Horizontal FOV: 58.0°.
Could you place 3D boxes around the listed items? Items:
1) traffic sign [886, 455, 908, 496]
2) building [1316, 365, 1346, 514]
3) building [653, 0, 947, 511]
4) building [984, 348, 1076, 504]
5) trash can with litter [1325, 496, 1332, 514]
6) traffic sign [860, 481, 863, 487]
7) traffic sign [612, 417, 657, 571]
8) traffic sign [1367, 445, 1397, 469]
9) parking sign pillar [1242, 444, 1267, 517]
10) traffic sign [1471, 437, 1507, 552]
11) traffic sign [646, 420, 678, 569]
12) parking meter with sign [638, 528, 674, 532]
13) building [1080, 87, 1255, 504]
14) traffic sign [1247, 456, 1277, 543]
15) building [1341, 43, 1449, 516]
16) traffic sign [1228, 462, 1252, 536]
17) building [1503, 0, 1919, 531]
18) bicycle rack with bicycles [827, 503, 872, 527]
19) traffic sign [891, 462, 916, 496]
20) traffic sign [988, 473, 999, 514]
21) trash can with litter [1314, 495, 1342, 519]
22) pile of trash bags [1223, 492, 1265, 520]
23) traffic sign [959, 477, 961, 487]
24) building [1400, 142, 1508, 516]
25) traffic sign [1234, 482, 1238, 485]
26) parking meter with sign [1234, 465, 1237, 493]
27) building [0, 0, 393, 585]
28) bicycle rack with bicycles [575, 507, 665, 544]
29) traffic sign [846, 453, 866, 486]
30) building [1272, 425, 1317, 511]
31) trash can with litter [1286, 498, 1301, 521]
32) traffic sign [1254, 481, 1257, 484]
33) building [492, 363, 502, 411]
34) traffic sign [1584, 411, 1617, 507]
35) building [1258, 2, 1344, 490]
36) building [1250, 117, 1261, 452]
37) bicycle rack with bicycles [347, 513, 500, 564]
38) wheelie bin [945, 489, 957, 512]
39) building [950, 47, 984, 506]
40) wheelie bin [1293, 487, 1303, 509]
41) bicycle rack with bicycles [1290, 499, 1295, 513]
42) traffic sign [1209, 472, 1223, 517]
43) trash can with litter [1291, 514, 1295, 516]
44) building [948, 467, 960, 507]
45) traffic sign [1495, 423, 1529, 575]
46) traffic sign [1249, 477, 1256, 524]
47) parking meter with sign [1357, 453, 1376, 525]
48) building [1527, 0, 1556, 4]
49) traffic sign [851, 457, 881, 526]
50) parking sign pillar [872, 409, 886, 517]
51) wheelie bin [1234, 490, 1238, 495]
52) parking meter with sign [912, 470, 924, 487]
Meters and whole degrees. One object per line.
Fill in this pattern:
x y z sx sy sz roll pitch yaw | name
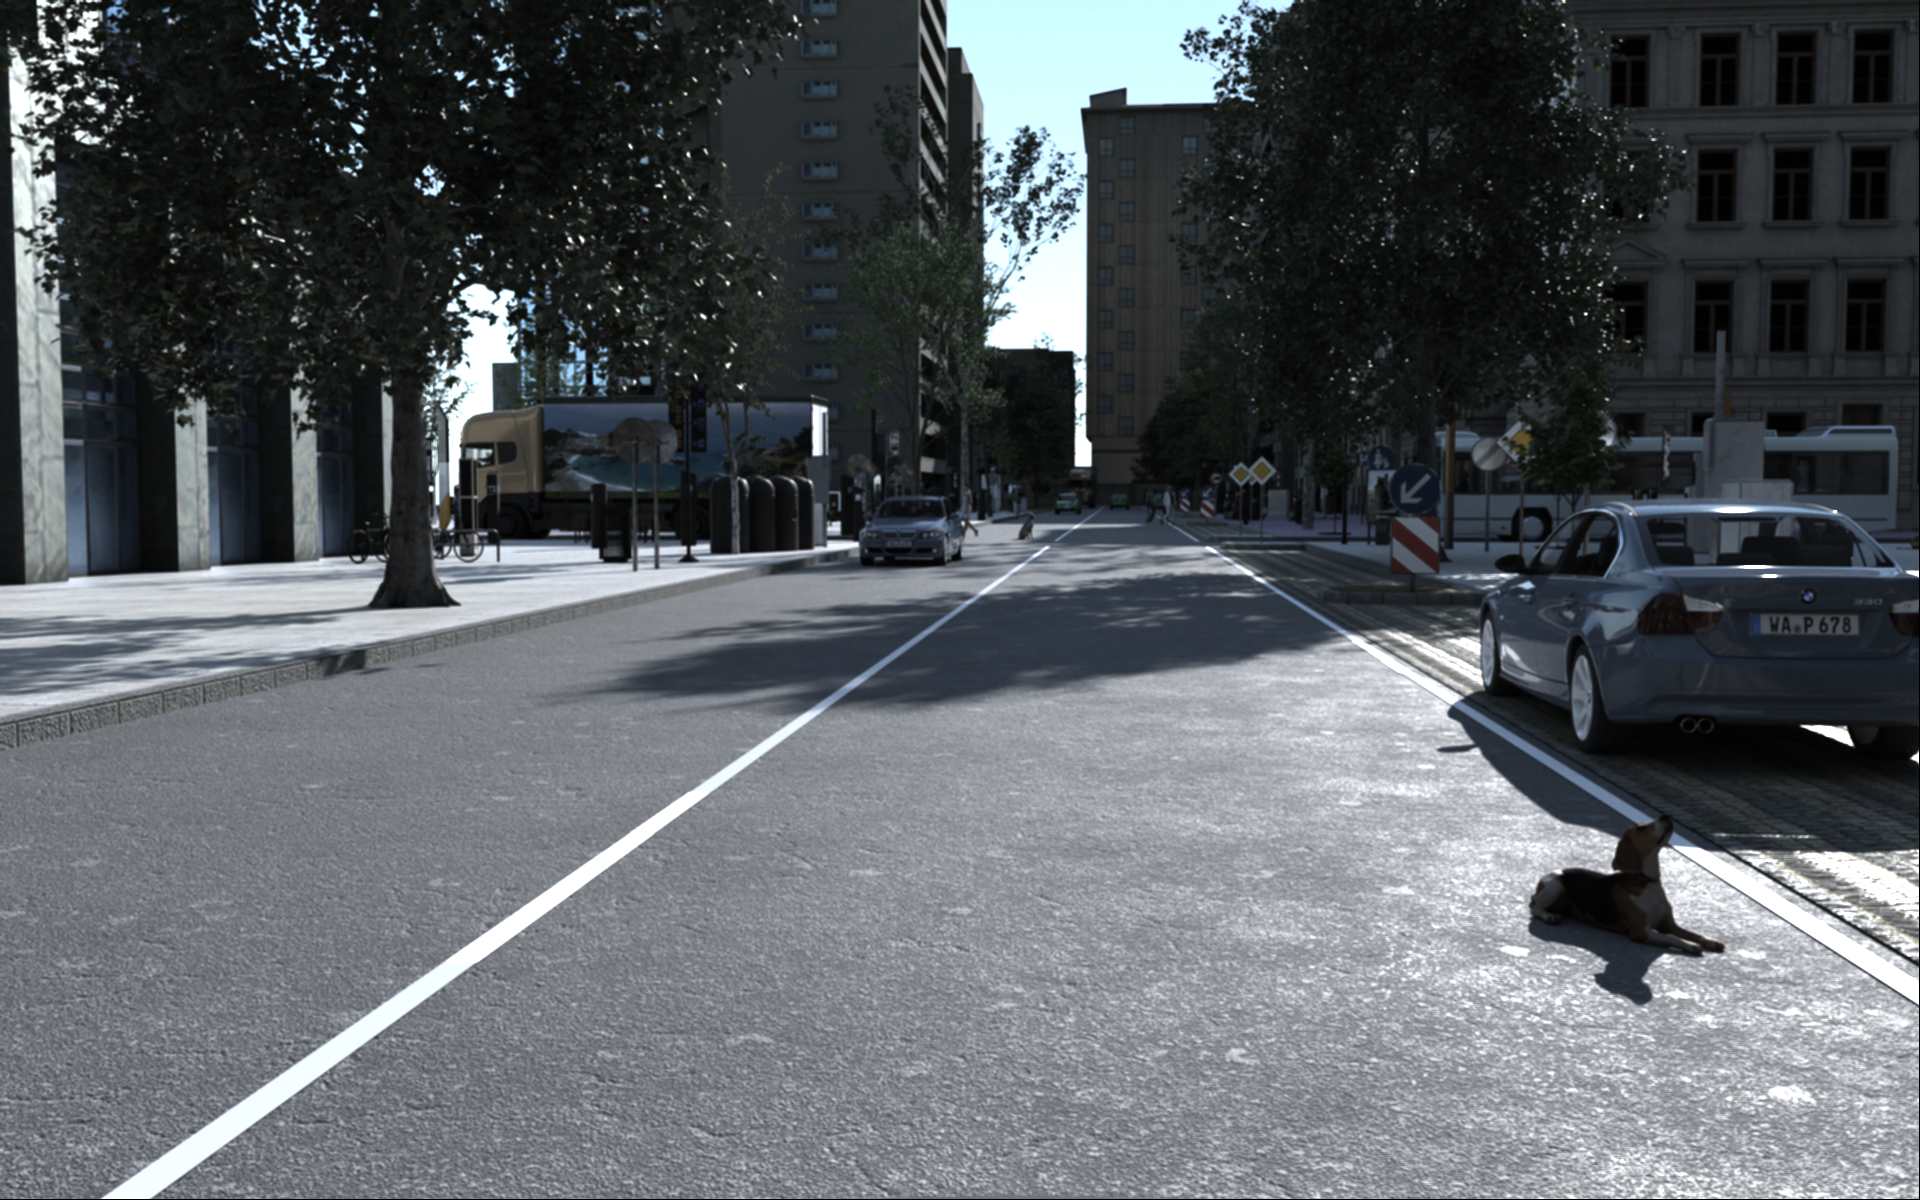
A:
-2.086 -3.462 56.712 0.768 2.556 0.104 1 4 13 | traffic sign
31.629 -17.666 118.509 12.332 23.373 15.834 0 4 5 | building
-12.676 -31.630 140.846 21.300 48.544 21.600 0 4 5 | building
0.912 -23.892 235.666 28.899 21.520 27.650 0 4 5 | building
23.248 -5.978 109.129 0.624 1.170 1.055 1 4 17 | trash can with litter
-3.411 -3.658 59.907 0.768 2.556 0.104 1 4 14 | traffic sign
-5.391 -1.748 28.694 0.768 2.556 0.104 0 4 6 | traffic sign
11.012 -2.764 45.293 0.768 2.556 0.104 1 4 8 | traffic sign
16.422 -6.619 96.694 1.447 3.967 1.447 -1 4 -16 | parking sign pillar
11.768 -2.355 38.603 0.768 2.556 0.104 1 4 10 | traffic sign
-5.198 -1.806 29.636 0.768 2.556 0.104 1 4 10 | traffic sign
-10.010 -3.786 58.163 1.738 3.016 0.543 -2 4 -26 | parking meter with sign
30.196 -39.345 232.526 27.495 52.752 28.713 0 4 5 | building
7.884 -2.547 45.294 0.795 2.450 0.064 0 4 5 | traffic sign
29.870 -19.226 100.256 13.634 28.700 20.117 0 4 5 | building
8.629 -3.034 53.244 0.795 2.450 0.064 0 4 5 | traffic sign
31.564 -13.948 64.201 21.152 22.565 11.583 0 4 5 | building
-3.827 -3.352 68.193 2.925 0.926 2.852 1 4 19 | bicycle rack with bicycles
-1.767 -3.094 54.236 0.795 2.450 0.064 0 4 5 | traffic sign
1.942 -6.338 103.738 0.768 2.556 0.104 1 4 13 | traffic sign
18.647 -4.758 88.855 2.233 1.210 1.678 1 4 19 | trash can with litter
14.221 -4.745 87.329 1.912 1.369 3.447 0 4 2 | pile of trash bags
0.244 -6.333 105.672 0.606 2.300 0.079 0 4 6 | traffic sign
26.651 -13.200 80.446 10.561 19.102 19.286 0 4 5 | building
16.179 -6.082 99.452 0.884 2.594 0.081 1 4 12 | traffic sign
17.559 -6.699 105.789 1.738 3.016 0.543 -2 4 -25 | parking meter with sign
-28.466 -43.574 25.110 31.000 86.520 22.319 0 4 5 | building
-9.105 -1.993 45.962 2.852 0.926 2.925 0 4 -8 | bicycle rack with bicycles
-3.201 -3.316 54.318 0.768 2.556 0.104 1 4 13 | traffic sign
41.224 -18.257 143.538 27.650 21.520 28.899 0 4 5 | building
16.000 -4.314 81.927 1.055 1.170 0.624 -2 4 -28 | trash can with litter
13.214 -4.729 78.498 0.795 2.450 0.064 1 4 12 | traffic sign
-34.932 -53.555 188.302 31.000 86.520 22.319 0 4 5 | building
9.093 -1.530 25.118 0.768 2.556 0.104 1 4 10 | traffic sign
40.675 -33.295 168.077 21.300 48.544 21.600 0 4 5 | building
38.898 -32.816 186.651 14.600 45.320 14.200 0 4 5 | building
-10.178 -1.174 32.583 2.852 0.926 2.925 3 5 39 | bicycle rack with bicycles
-0.633 -6.724 117.853 0.693 1.594 0.980 -3 5 -39 | wheelie bin
-8.736 -34.438 186.766 21.600 48.544 21.300 0 4 5 | building
16.395 -4.594 83.026 0.693 1.594 0.980 -1 4 -18 | wheelie bin
22.943 -6.469 119.142 2.925 0.926 2.852 3 5 45 | bicycle rack with bicycles
14.596 -6.030 98.690 0.768 2.556 0.104 0 4 7 | traffic sign
19.271 -5.348 98.499 1.678 1.210 2.233 -1 4 -18 | trash can with litter
-10.596 -44.212 161.118 20.563 71.187 20.611 0 4 5 | building
8.273 -1.487 25.504 0.795 2.450 0.064 0 4 6 | traffic sign
12.639 -4.518 75.056 0.795 2.450 0.064 1 4 14 | traffic sign
17.359 -4.663 72.501 0.543 3.016 1.738 -2 4 -24 | parking meter with sign
82.039 -47.947 222.180 20.611 71.187 20.563 0 4 5 | building
-2.513 -2.608 46.286 0.795 2.450 0.064 0 4 5 | traffic sign
-2.615 -4.106 55.600 1.447 3.967 1.447 0 4 -2 | parking sign pillar
20.115 -7.161 124.985 0.693 1.594 0.980 -2 4 -27 | wheelie bin
-2.743 -7.759 123.126 0.543 3.016 1.738 2 4 25 | parking meter with sign
